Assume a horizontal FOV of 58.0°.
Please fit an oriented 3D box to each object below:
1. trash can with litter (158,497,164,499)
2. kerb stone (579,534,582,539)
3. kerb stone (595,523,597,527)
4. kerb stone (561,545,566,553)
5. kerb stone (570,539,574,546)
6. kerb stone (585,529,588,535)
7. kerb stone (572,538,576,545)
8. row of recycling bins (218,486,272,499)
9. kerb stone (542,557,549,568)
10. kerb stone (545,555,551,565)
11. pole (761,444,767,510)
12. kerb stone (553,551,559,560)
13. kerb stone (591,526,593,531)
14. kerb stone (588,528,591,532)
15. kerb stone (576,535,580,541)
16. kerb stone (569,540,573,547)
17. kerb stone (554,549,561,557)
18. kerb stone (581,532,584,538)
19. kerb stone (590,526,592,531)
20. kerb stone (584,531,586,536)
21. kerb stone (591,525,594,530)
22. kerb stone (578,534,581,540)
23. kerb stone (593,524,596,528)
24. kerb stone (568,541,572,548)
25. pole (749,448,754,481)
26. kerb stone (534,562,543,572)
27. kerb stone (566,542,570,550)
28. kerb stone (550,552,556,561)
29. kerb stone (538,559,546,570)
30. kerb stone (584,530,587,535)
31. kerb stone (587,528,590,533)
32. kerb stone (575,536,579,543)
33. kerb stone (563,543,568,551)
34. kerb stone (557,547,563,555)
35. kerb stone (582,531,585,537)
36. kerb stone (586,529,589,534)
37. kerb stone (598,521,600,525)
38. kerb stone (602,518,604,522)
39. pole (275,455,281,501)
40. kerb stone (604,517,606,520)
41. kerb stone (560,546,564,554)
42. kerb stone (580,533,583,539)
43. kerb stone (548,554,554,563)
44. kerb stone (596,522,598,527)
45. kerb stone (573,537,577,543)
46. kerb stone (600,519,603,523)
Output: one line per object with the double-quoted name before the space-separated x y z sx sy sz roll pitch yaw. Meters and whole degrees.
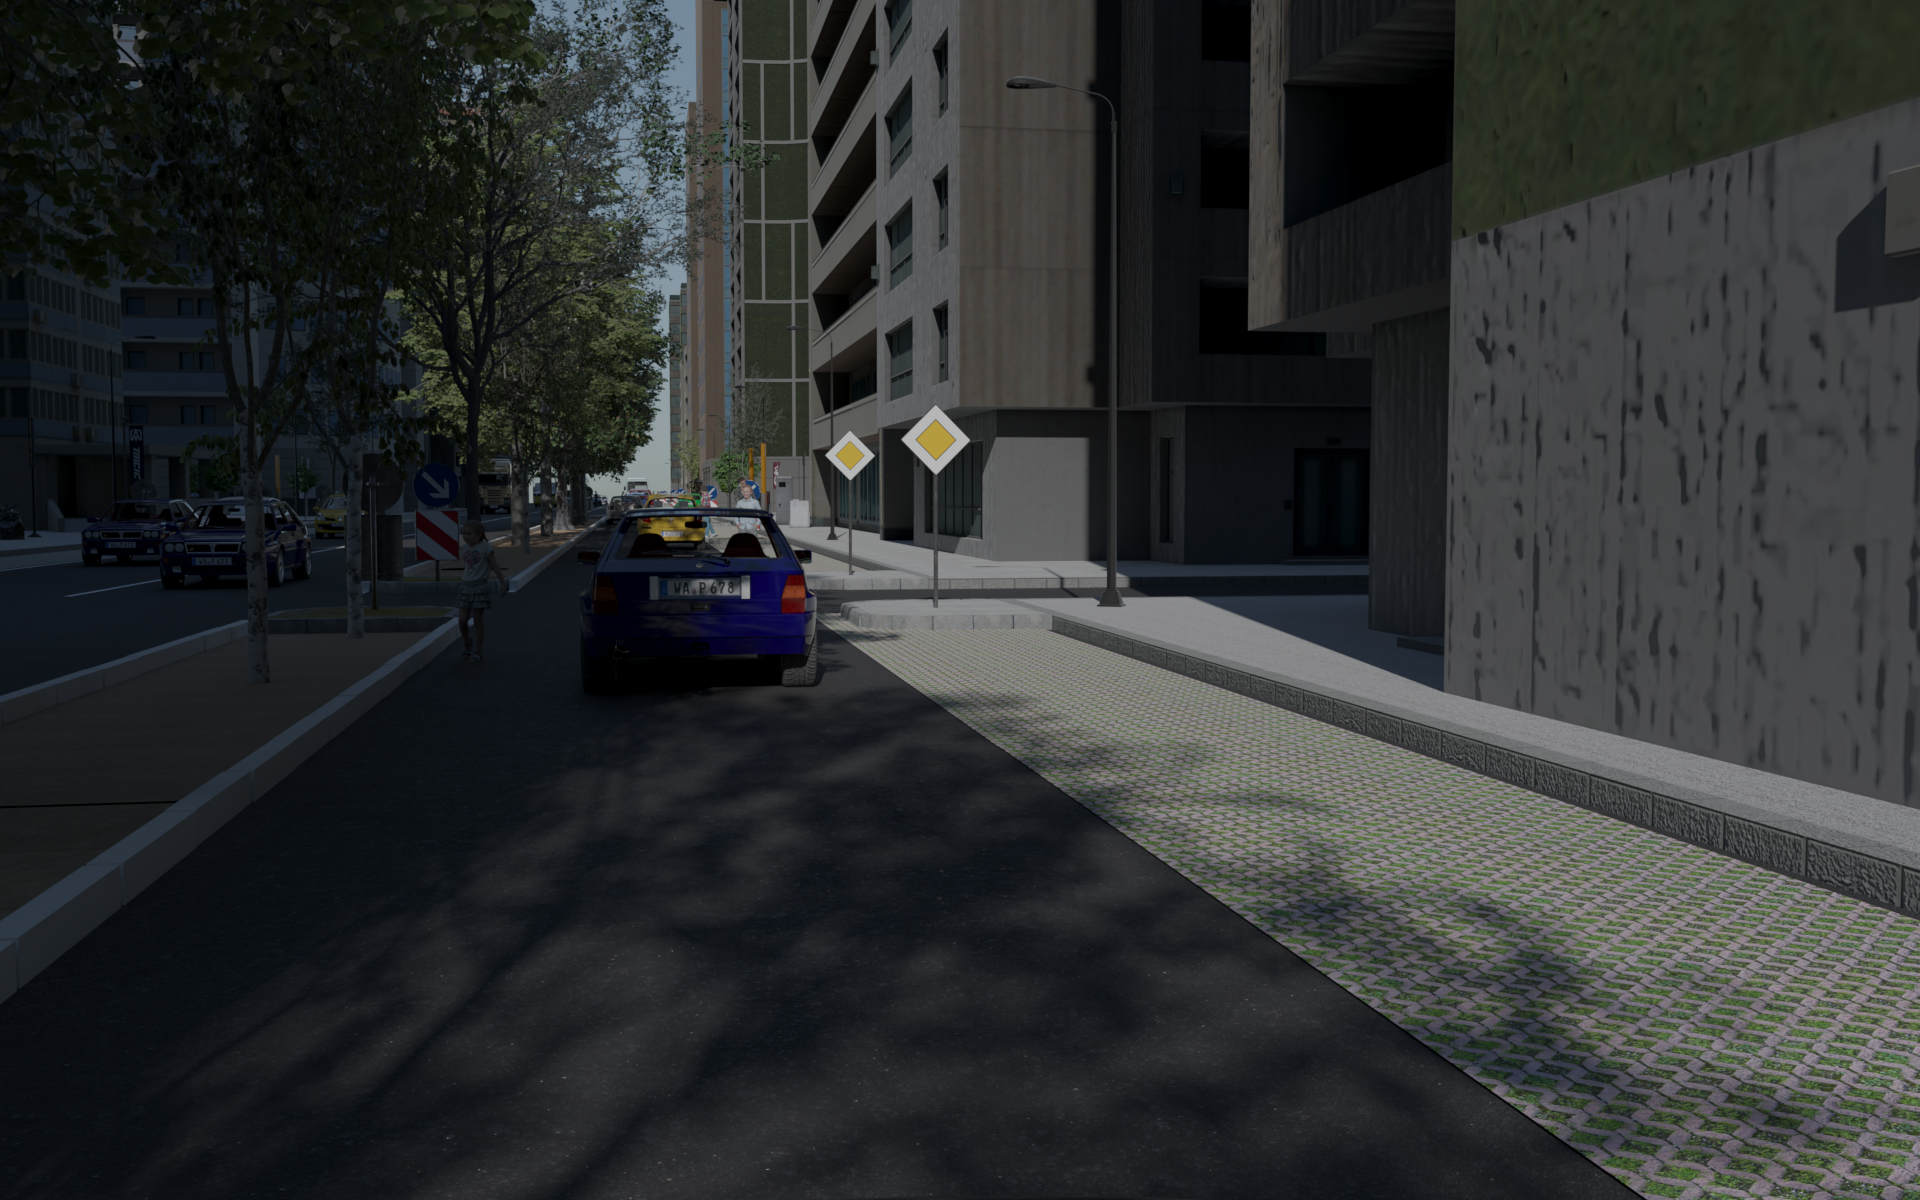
"trash can with litter" -37.720 -4.355 82.589 1.055 1.170 0.624 -2 4 -34
"kerb stone" -11.589 -1.847 52.392 0.120 0.150 1.000 -1 4 -10
"kerb stone" -14.959 -2.957 70.538 0.120 0.150 1.000 -1 4 -10
"kerb stone" -9.534 -1.163 41.301 0.120 0.150 1.000 -1 4 -10
"kerb stone" -10.465 -1.477 46.344 0.120 0.150 1.000 -1 4 -10
"kerb stone" -12.711 -2.216 58.431 0.120 0.150 1.000 -1 4 -10
"kerb stone" -10.654 -1.534 47.352 0.120 0.150 1.000 -1 4 -10
"row of recycling bins" -37.866 -5.106 90.603 3.534 1.692 1.069 -1 4 -17
"kerb stone" -8.026 -0.676 33.252 0.120 0.150 1.000 -1 4 -10
"kerb stone" -8.223 -0.738 34.258 0.120 0.150 1.000 -1 4 -10
"pole" -7.933 -4.659 70.018 0.158 3.312 0.155 0 3 0
"kerb stone" -8.778 -0.916 37.276 0.120 0.150 1.000 -1 4 -10
"kerb stone" -13.832 -2.587 64.496 0.120 0.150 1.000 -1 4 -10
"kerb stone" -13.280 -2.395 61.473 0.120 0.150 1.000 -1 4 -10
"kerb stone" -11.217 -1.724 50.375 0.120 0.150 1.000 -1 4 -10
"kerb stone" -10.273 -1.415 45.328 0.120 0.150 1.000 -1 4 -10
"kerb stone" -8.960 -0.984 38.281 0.120 0.150 1.000 -1 4 -10
"kerb stone" -11.968 -1.970 54.405 0.120 0.150 1.000 -1 4 -10
"kerb stone" -13.650 -2.520 63.490 0.120 0.150 1.000 -1 4 -10
"kerb stone" -12.333 -2.091 56.422 0.120 0.150 1.000 -1 4 -10
"kerb stone" -14.023 -2.647 65.500 0.120 0.150 1.000 -1 4 -10
"kerb stone" -11.400 -1.784 51.381 0.120 0.150 1.000 -1 4 -10
"kerb stone" -14.590 -2.833 68.517 0.120 0.150 1.000 -1 4 -10
"kerb stone" -10.085 -1.353 44.323 0.120 0.150 1.000 -1 4 -10
"pole" -9.259 -5.084 76.964 0.158 3.312 0.155 0 3 0
"kerb stone" -7.658 -0.553 31.232 0.120 0.150 1.000 -1 4 -10
"kerb stone" -9.906 -1.290 43.317 0.120 0.150 1.000 -1 4 -10
"kerb stone" -8.594 -0.861 36.270 0.120 0.150 1.000 -1 4 -10
"kerb stone" -7.846 -0.614 32.237 0.120 0.150 1.000 -1 4 -10
"kerb stone" -12.524 -2.154 57.426 0.120 0.150 1.000 -1 4 -10
"kerb stone" -13.084 -2.341 60.463 0.120 0.150 1.000 -1 4 -10
"kerb stone" -11.023 -1.662 49.365 0.120 0.150 1.000 -1 4 -10
"kerb stone" -9.710 -1.230 42.314 0.120 0.150 1.000 -1 4 -10
"kerb stone" -9.153 -1.045 39.285 0.120 0.150 1.000 -1 4 -10
"kerb stone" -12.149 -2.028 55.413 0.120 0.150 1.000 -1 4 -10
"kerb stone" -12.902 -2.278 59.450 0.120 0.150 1.000 -1 4 -10
"kerb stone" -15.908 -3.263 75.579 0.120 0.150 1.000 -1 4 -10
"kerb stone" -17.393 -3.757 83.629 0.120 0.150 1.000 -1 4 -10
"pole" -35.942 -5.960 91.290 0.158 3.312 0.155 0 3 0
"kerb stone" -18.141 -4.004 87.663 0.120 0.150 1.000 -1 4 -10
"kerb stone" -9.348 -1.107 40.295 0.120 0.150 1.000 -1 4 -10
"kerb stone" -11.782 -1.906 53.401 0.120 0.150 1.000 -1 4 -10
"kerb stone" -8.405 -0.799 35.266 0.120 0.150 1.000 -1 4 -10
"kerb stone" -15.331 -3.080 72.559 0.120 0.150 1.000 -1 4 -10
"kerb stone" -10.837 -1.600 48.357 0.120 0.150 1.000 -1 4 -10
"kerb stone" -16.827 -3.573 80.607 0.120 0.150 1.000 -1 4 -10
